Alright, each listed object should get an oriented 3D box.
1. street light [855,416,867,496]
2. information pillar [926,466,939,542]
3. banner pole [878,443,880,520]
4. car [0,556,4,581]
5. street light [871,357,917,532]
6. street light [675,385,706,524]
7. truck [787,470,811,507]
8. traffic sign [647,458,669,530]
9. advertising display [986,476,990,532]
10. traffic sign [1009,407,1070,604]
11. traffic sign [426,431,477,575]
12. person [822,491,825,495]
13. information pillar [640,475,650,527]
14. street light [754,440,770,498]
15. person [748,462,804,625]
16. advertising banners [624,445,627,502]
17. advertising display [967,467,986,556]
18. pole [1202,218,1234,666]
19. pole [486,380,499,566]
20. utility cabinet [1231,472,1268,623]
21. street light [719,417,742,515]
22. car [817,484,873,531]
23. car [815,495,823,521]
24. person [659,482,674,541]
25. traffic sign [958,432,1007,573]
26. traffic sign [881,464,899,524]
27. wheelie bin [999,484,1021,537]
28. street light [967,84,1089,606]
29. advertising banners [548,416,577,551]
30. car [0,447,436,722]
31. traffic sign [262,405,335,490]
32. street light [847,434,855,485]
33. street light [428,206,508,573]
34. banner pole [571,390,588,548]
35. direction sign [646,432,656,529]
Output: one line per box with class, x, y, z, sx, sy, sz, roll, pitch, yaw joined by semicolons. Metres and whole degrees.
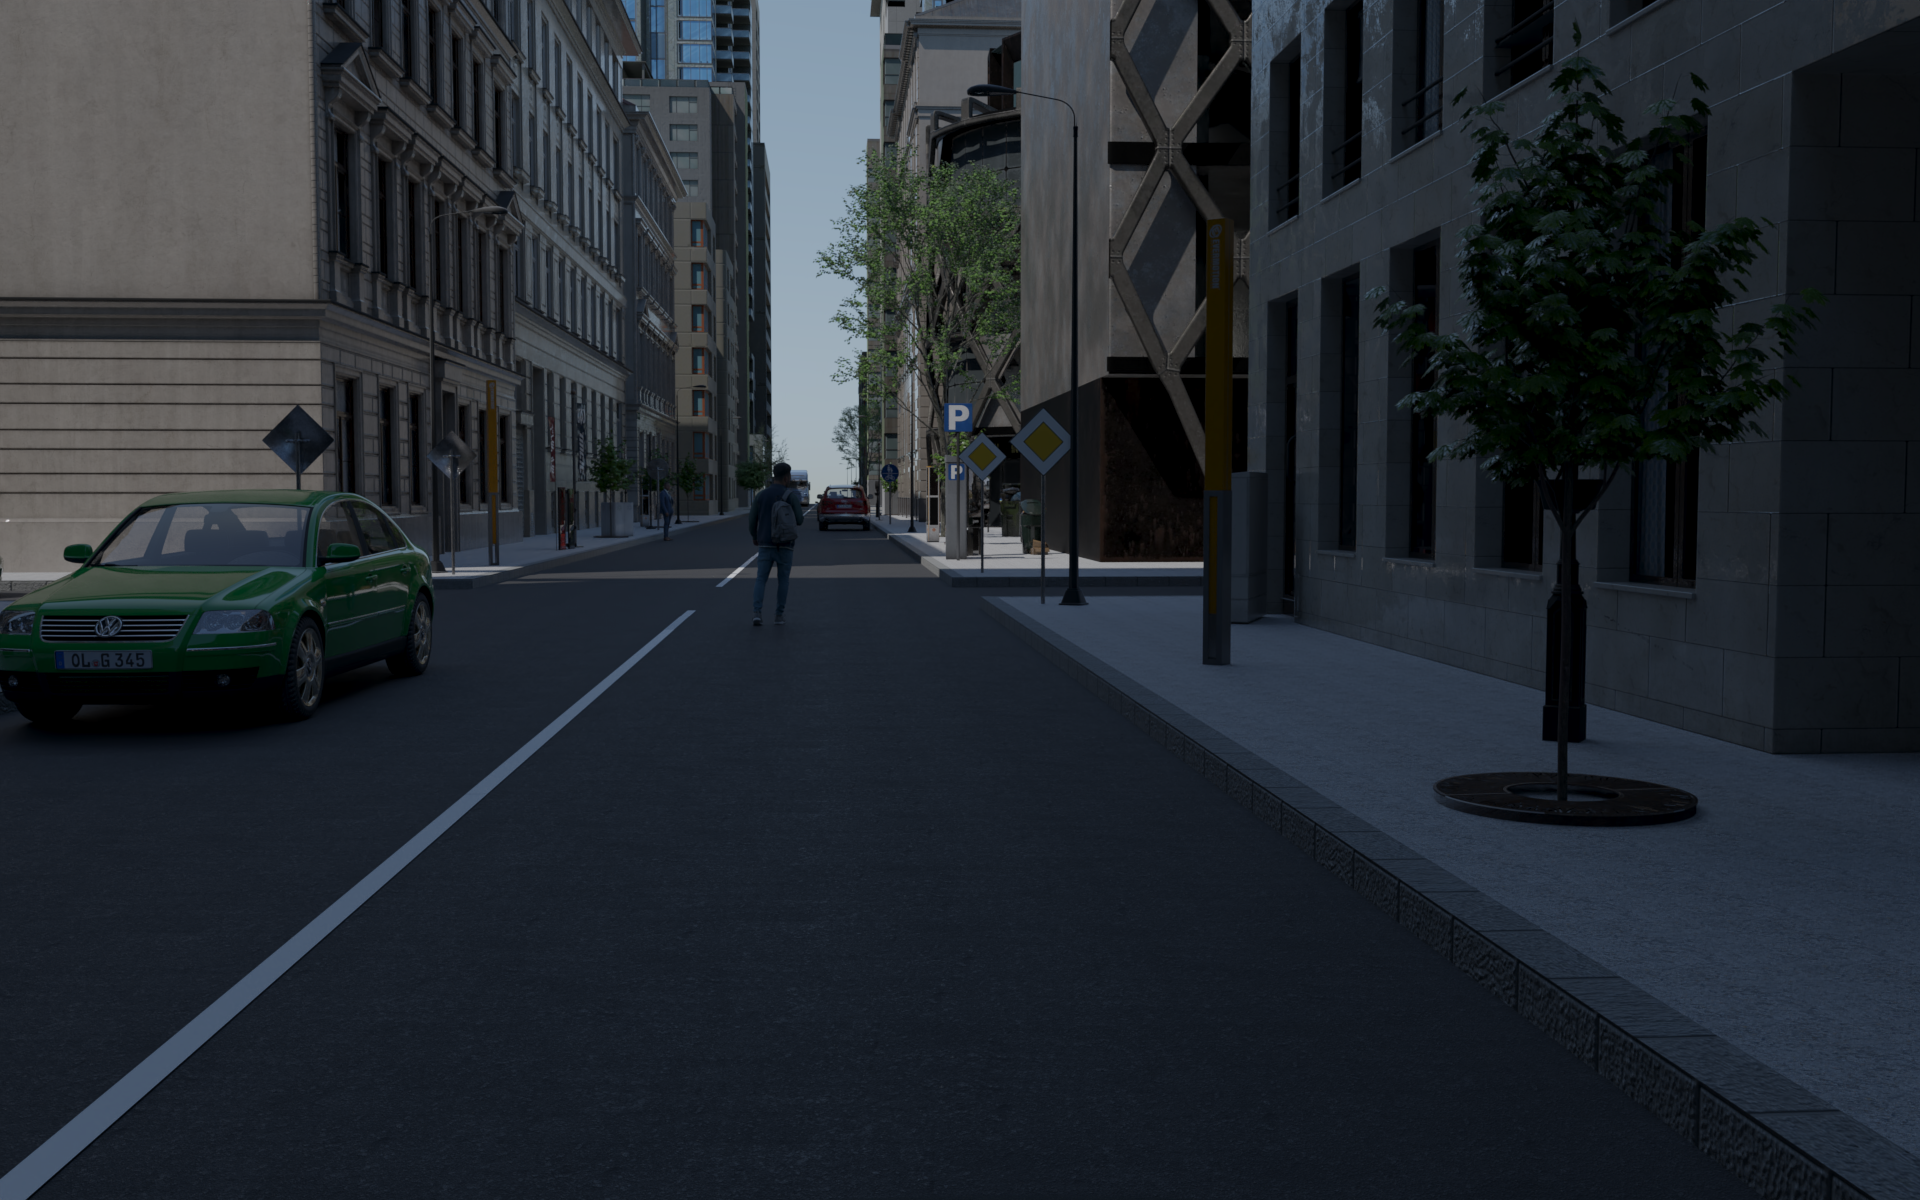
street light;-5.338;-7.950;102.516;1.470;5.913;1.316;0;4;-4
information pillar;-0.719;-2.538;45.996;0.304;2.012;0.304;-1;4;-12
banner pole;-3.966;-5.795;84.768;0.401;3.779;0.863;0;4;-6
car;-15.792;-0.732;23.760;4.920;1.459;2.131;0;4;-4
street light;-2.145;-5.219;57.868;1.470;5.913;1.316;0;4;-4
street light;-11.480;-6.191;73.759;1.470;5.913;1.316;0;4;-4
truck;-18.641;-12.791;198.884;2.967;4.110;18.799;0;4;-5
traffic sign;-10.754;-3.765;61.667;0.768;2.556;0.104;0;4;-1
advertising display;0.531;-3.213;57.743;0.974;1.923;0.123;-1;4;-16
traffic sign;0.965;-1.011;20.170;0.795;2.450;0.064;0;4;-4
traffic sign;-8.062;-1.460;27.514;0.795;2.450;0.064;0;4;-4
person;-16.176;-12.145;207.037;1.348;1.831;0.705;0;4;-1
information pillar;-12.391;-3.886;68.035;0.304;2.012;0.304;-2;4;-27
street light;-17.194;-10.823;149.493;1.470;5.913;1.316;0;4;-4
person;-2.019;-0.623;19.028;0.623;1.781;0.721;0;4;-3
advertising banners;-10.651;-3.609;55.193;0.090;3.025;2.074;-1;4;-10
advertising display;0.279;-1.886;36.047;0.123;1.923;0.974;1;4;19
pole;1.933;-1.169;12.951;0.158;3.312;0.155;0;3;0
pole;-8.389;-2.277;31.077;0.158;3.312;0.155;0;3;0
utility cabinet;2.871;-0.544;17.571;0.318;1.500;1.173;1;4;19
street light;-13.826;-8.057;104.265;1.470;5.913;1.316;0;4;-4
car;-4.602;-3.707;69.286;2.281;1.827;5.304;0;4;-3
car;-6.797;-5.090;93.014;2.009;1.686;4.222;0;4;-3
person;-9.058;-2.737;53.439;0.419;1.800;0.721;0;4;5
traffic sign;0.360;-1.498;28.132;0.795;2.450;0.064;0;4;-4
traffic sign;-2.945;-4.463;73.073;0.768;2.556;0.104;0;4;4
wheelie bin;1.607;-2.697;52.002;0.980;1.594;0.693;1;4;21
street light;0.777;-2.893;19.848;1.470;5.913;1.316;0;4;-4
advertising banners;-9.132;-2.663;39.722;0.090;3.025;2.074;0;4;3
car;-5.068;-0.215;12.316;1.959;1.807;4.718;0;4;-3
traffic sign;-7.456;-0.973;19.552;0.795;2.450;0.064;0;4;-4
street light;-7.822;-9.903;134.458;1.470;5.913;1.316;0;4;-4
street light;-7.998;-3.397;28.085;1.470;5.913;1.316;0;4;-4
banner pole;-9.205;-3.169;41.828;0.401;3.779;0.863;1;4;16
direction sign;-11.302;-4.357;63.240;0.379;3.537;0.876;-1;4;-12
